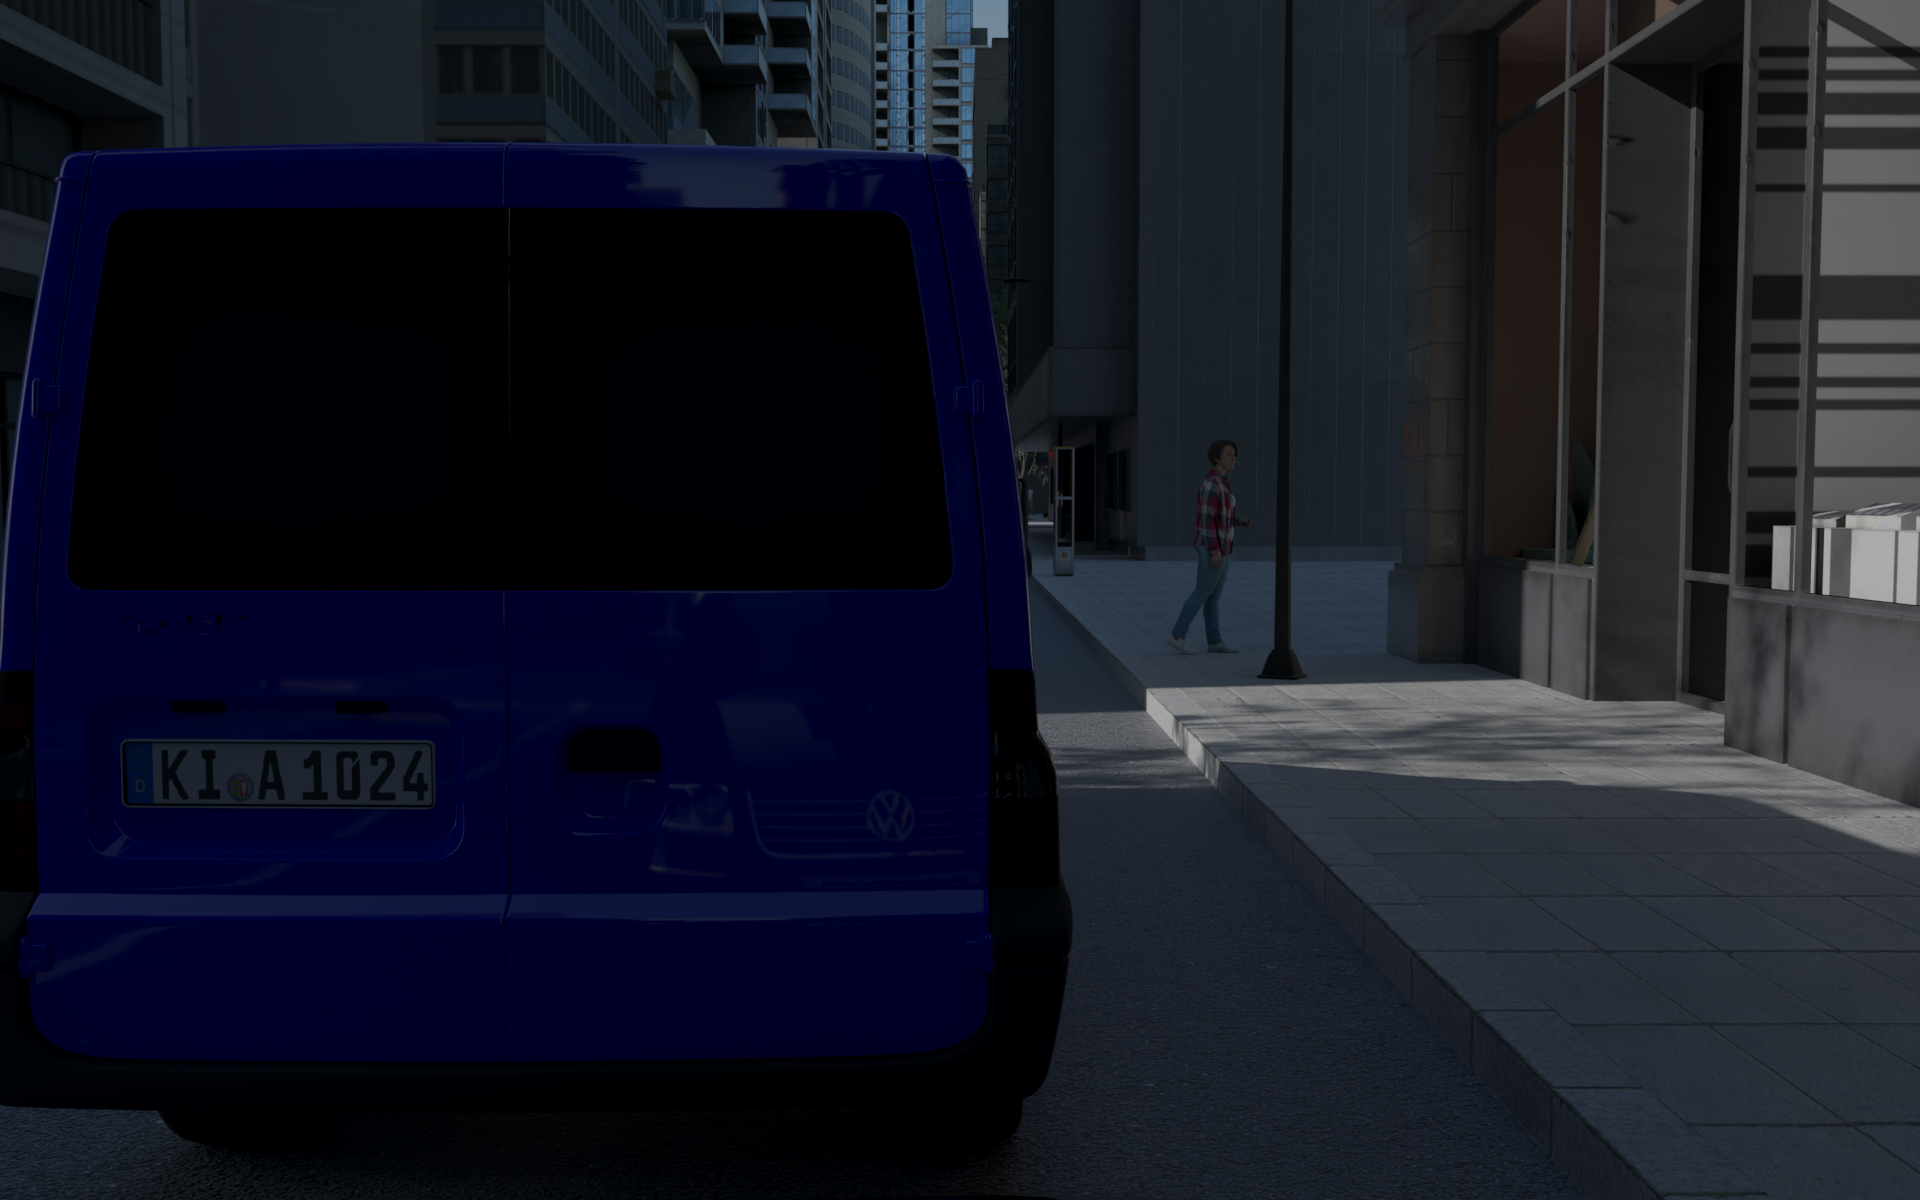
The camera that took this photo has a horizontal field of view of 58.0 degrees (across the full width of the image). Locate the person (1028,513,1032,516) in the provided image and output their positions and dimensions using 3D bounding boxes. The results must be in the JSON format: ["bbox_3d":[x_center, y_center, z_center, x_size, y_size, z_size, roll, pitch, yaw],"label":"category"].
[{"bbox_3d":[3.949,-5.882,102.968,0.760,1.731,0.466,2,4,30],"label":"person"}]

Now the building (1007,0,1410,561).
[{"bbox_3d":[8.765,-13.950,47.147,14.314,24.678,30.058,0,4,0],"label":"building"}]

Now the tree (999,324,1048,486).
[{"bbox_3d":[2.734,-7.601,74.640,4.360,8.622,3.978,0,3,0],"label":"tree"}]

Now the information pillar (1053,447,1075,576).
[{"bbox_3d":[1.619,-1.379,27.040,0.304,2.012,0.304,0,4,-2],"label":"information pillar"}]

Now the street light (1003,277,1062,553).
[{"bbox_3d":[1.621,-3.960,37.284,1.470,5.913,1.316,0,4,0],"label":"street light"}]

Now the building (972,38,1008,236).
[{"bbox_3d":[12.067,-34.126,181.658,21.300,48.544,21.600,0,4,0],"label":"building"}]

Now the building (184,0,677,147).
[{"bbox_3d":[-20.585,-21.710,46.844,23.993,40.220,32.217,0,4,0],"label":"building"}]

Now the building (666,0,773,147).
[{"bbox_3d":[-17.605,-47.516,89.558,22.319,86.520,31.000,0,4,0],"label":"building"}]

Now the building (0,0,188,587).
[{"bbox_3d":[-18.441,-35.400,17.050,20.563,71.187,20.611,0,4,0],"label":"building"}]

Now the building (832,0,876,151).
[{"bbox_3d":[-19.428,-38.589,172.923,21.231,58.520,28.212,0,4,0],"label":"building"}]

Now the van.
[{"bbox_3d":[-0.813,-0.068,5.490,2.240,2.365,5.245,0,4,-1],"label":"van"}]

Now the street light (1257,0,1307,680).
[{"bbox_3d":[1.712,-2.410,11.938,1.470,5.913,1.316,0,4,0],"label":"street light"}]

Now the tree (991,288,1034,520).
[{"bbox_3d":[3.116,-9.837,86.594,9.928,11.665,9.643,0,3,0],"label":"tree"}]

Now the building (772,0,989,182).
[{"bbox_3d":[-8.698,-56.612,238.279,31.000,86.520,22.319,0,4,0],"label":"building"}]

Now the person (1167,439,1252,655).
[{"bbox_3d":[2.010,-0.431,13.933,0.643,1.720,0.563,1,4,15],"label":"person"}]

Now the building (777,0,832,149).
[{"bbox_3d":[-17.466,-41.928,123.770,20.563,71.187,20.611,0,4,0],"label":"building"}]

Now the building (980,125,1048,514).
[{"bbox_3d":[9.000,-22.445,138.674,14.160,30.474,14.107,0,4,0],"label":"building"}]

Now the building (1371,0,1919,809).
[{"bbox_3d":[7.891,-9.856,12.055,10.553,20.767,40.483,0,4,0],"label":"building"}]

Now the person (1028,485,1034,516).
[{"bbox_3d":[4.134,-5.843,101.804,0.478,1.798,0.641,-3,4,-36],"label":"person"}]
